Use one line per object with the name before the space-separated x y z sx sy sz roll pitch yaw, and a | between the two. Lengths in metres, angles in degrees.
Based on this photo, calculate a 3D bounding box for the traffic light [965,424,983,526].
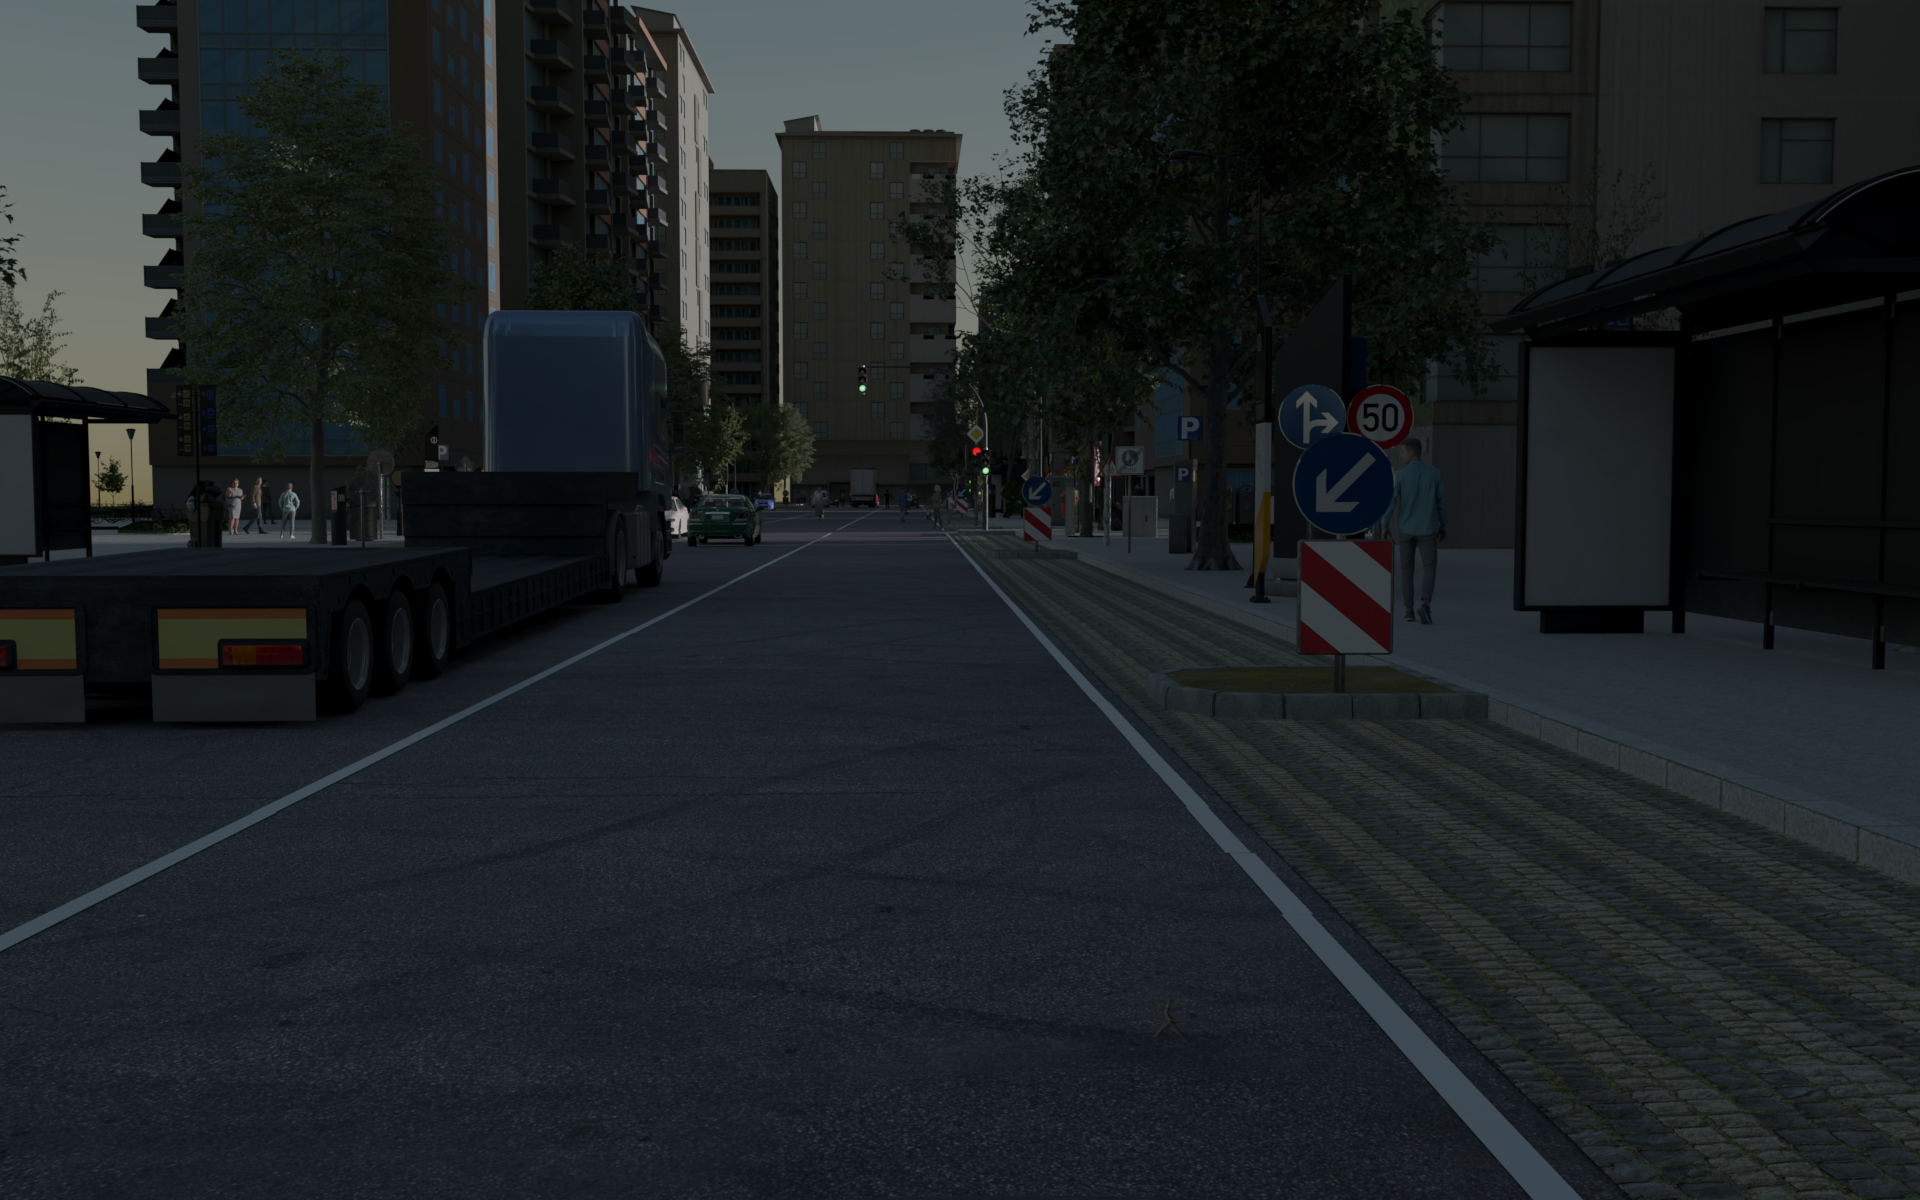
traffic light | 0.639 -4.934 69.590 0.839 4.253 0.868 0 4 -2

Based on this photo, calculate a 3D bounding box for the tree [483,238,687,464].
tree | -16.941 -9.840 77.889 9.611 12.733 9.660 0 3 0

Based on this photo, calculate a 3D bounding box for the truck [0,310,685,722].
truck | -5.529 -1.830 19.683 2.967 4.110 18.799 0 4 -3

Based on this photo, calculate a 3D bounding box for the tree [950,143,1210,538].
tree | 3.914 -7.654 50.901 9.928 11.665 9.643 0 3 0

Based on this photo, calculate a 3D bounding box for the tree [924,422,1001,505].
tree | -0.179 -17.016 212.624 7.601 10.594 8.767 -1 4 -15

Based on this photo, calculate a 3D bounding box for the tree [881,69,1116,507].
tree | 2.570 -13.725 80.297 12.611 20.169 13.585 0 3 0

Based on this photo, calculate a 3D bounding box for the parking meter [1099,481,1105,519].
parking meter | 5.778 -3.899 69.466 0.399 1.863 0.255 -1 4 -12

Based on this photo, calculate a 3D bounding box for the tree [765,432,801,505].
tree | -21.053 -15.635 205.994 4.737 8.622 4.395 0 3 0

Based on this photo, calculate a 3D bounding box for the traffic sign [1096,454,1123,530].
traffic sign | 4.815 -3.409 55.736 0.884 2.594 0.081 0 4 0

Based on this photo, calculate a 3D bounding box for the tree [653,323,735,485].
tree | -18.889 -12.059 115.293 7.486 12.596 7.792 0 3 0

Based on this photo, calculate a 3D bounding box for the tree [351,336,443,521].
tree | -26.657 -8.005 81.249 4.360 8.622 3.978 0 3 0

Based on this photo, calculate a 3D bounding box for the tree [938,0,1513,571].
tree | 4.434 -6.852 29.045 9.611 12.733 9.660 0 3 0

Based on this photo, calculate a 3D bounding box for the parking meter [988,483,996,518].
parking meter | 1.733 -5.378 93.647 0.255 1.863 0.399 -3 4 -36

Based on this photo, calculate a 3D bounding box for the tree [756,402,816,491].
tree | -21.294 -18.126 214.494 7.486 12.596 7.792 0 3 0

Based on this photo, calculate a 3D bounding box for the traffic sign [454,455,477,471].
traffic sign | -16.870 -3.630 59.091 0.795 2.593 0.064 0 4 3

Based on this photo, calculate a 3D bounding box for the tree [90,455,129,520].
tree | -41.710 -5.546 85.283 1.663 3.219 1.824 0 3 0

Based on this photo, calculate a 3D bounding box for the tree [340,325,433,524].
tree | -24.785 -7.578 74.262 4.737 8.622 4.395 0 3 0

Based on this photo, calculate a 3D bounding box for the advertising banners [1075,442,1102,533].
advertising banners | 4.179 -3.726 57.106 0.090 3.025 2.074 2 4 33

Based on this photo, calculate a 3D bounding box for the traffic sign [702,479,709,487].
traffic sign | -20.933 -8.738 142.601 0.795 2.593 0.064 0 4 5

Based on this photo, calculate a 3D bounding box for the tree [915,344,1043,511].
tree | 1.385 -13.407 129.572 12.009 13.543 11.850 0 3 0

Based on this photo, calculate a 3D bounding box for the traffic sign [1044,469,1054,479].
traffic sign | 4.572 -5.390 88.132 0.884 2.594 0.081 0 4 5

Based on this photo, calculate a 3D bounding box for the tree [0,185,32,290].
tree | -15.847 -6.223 18.754 9.611 12.733 9.660 0 3 0

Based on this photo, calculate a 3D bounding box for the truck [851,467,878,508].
truck | -10.353 -12.122 187.107 2.839 4.237 11.283 0 4 -1

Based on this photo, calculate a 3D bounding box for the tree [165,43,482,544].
tree | -16.094 -7.718 44.311 7.486 12.596 7.792 0 3 0

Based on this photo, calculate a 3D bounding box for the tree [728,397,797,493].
tree | -20.983 -15.876 185.321 9.928 11.665 9.643 0 3 0

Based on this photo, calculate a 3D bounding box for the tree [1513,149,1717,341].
tree | 14.139 -5.363 38.052 4.360 8.622 3.978 0 3 0

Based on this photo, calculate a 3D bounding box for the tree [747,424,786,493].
tree | -19.827 -13.828 176.445 4.360 8.622 3.978 0 3 0

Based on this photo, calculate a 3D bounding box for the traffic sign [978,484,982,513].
traffic sign | 1.335 -7.073 115.755 0.768 2.556 0.104 0 4 5

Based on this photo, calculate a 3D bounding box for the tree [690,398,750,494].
tree | -18.942 -11.507 138.503 4.737 8.622 4.395 0 3 0

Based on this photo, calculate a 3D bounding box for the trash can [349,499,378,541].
trash can | -16.318 -2.188 47.420 0.748 1.137 0.748 0 3 0

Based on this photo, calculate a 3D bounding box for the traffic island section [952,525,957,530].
traffic island section | 0.679 -2.901 69.705 2.009 0.180 2.903 0 4 -2

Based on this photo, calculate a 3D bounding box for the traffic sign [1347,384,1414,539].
traffic sign | 4.885 -1.230 20.210 0.768 2.556 0.104 0 4 5

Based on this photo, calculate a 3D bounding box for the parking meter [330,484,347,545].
parking meter | -15.580 -2.142 43.426 0.372 1.533 0.369 0 3 0

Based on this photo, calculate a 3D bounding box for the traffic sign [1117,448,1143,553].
traffic sign | 3.663 -2.156 37.384 0.606 2.300 0.079 0 4 3

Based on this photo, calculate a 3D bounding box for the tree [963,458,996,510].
tree | 1.676 -9.512 139.238 4.285 4.588 4.351 0 3 0

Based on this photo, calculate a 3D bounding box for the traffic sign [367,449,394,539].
traffic sign | -16.496 -3.009 49.304 0.768 2.556 0.104 0 4 -1

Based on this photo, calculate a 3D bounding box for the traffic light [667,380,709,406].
traffic light | -12.427 -5.784 69.235 4.771 5.953 1.251 0 4 -2

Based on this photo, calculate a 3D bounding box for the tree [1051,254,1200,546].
tree | 3.773 -5.657 42.850 4.737 8.622 4.395 0 3 0

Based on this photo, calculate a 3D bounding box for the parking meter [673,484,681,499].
parking meter | -17.178 -6.079 105.106 0.399 1.863 0.255 2 4 24

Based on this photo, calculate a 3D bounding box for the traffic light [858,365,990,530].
traffic light | -1.221 -5.305 61.407 4.771 5.953 1.251 0 4 -2

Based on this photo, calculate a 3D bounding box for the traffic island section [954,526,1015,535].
traffic island section | 0.908 -2.412 61.723 2.009 0.180 2.903 0 4 -2

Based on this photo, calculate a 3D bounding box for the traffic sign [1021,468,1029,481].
traffic sign | 3.536 -5.436 88.606 0.795 2.593 0.064 0 4 6

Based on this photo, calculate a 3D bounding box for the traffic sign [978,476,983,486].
traffic sign | 1.289 -6.649 108.439 0.795 2.593 0.064 0 4 6

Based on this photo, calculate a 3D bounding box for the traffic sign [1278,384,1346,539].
traffic sign | 4.077 -1.224 20.120 0.768 2.556 0.104 0 4 8

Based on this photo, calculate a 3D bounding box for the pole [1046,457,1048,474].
pole | 4.730 -6.142 94.263 0.158 3.312 0.155 0 3 0

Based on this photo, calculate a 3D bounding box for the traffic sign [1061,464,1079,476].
traffic sign | 4.655 -4.462 73.060 0.768 2.556 0.104 0 4 2
